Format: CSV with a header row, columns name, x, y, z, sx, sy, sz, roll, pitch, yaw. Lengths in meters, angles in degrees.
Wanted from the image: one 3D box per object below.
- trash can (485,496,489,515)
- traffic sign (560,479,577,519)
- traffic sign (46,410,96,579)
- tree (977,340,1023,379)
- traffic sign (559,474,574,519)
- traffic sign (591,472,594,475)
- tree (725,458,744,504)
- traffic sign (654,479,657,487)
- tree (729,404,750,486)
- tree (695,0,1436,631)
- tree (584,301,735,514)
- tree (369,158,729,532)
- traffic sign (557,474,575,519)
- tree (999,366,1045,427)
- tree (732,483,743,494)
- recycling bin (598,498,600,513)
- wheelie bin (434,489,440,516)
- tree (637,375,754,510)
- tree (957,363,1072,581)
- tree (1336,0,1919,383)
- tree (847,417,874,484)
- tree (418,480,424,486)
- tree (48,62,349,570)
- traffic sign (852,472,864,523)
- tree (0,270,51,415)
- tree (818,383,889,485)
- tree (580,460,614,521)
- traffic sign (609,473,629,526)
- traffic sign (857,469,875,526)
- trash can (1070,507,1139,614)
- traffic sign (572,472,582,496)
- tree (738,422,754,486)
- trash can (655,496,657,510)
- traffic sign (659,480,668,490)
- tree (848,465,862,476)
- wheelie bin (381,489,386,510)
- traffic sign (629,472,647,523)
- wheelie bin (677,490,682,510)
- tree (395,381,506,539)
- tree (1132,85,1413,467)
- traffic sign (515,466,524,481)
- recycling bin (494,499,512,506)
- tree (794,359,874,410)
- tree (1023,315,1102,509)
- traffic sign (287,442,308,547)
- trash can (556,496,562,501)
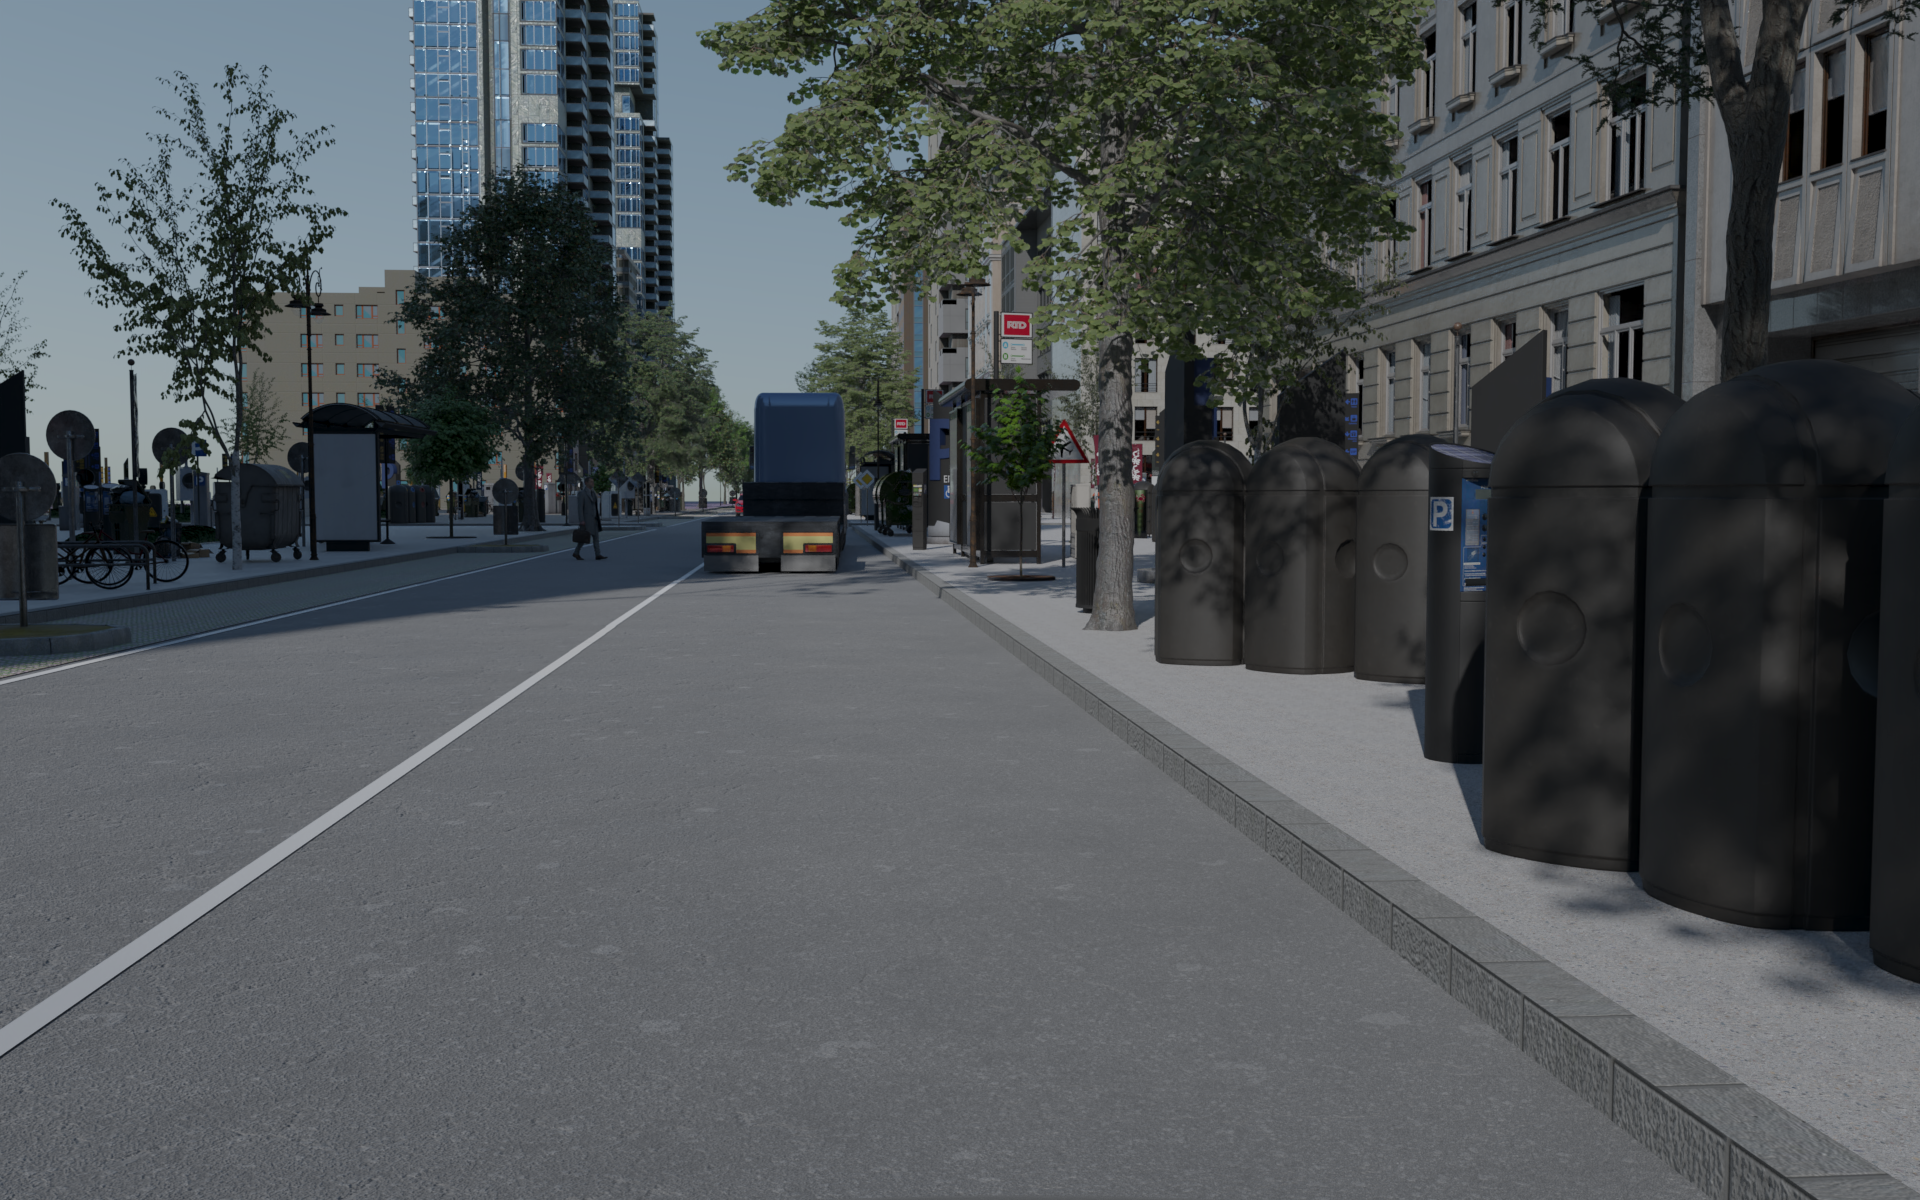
name,x,y,z,sx,sy,sz,roll,pitch,yaw
trash can,-29.157,-5.761,105.852,0.748,1.137,0.748,0,3,0
traffic sign,-20.464,-5.536,90.525,0.884,2.594,0.081,0,4,3
traffic sign,-13.460,-1.597,26.222,0.768,2.556,0.104,0,4,3
tree,1.816,-7.905,79.616,4.360,8.622,3.978,0,3,0
traffic sign,-19.851,-5.340,87.407,0.768,2.556,0.104,0,4,1
traffic sign,-21.007,-6.052,98.950,0.884,2.594,0.081,0,4,4
tree,-30.374,-16.940,227.325,4.360,8.622,3.978,0,3,0
traffic sign,-24.829,-8.527,139.522,0.768,2.556,0.104,0,4,-1
tree,-24.987,-15.236,166.115,9.611,12.733,9.660,0,3,0
tree,1.358,-6.015,16.466,7.486,12.596,7.792,0,3,0
tree,-20.406,-12.638,113.284,9.857,13.997,8.962,0,3,0
tree,-14.900,-8.710,59.414,9.611,12.733,9.660,0,3,0
traffic sign,-18.133,-4.873,79.684,0.884,2.594,0.081,0,4,3
tree,2.808,-9.184,100.518,4.737,8.622,4.395,0,3,0
tree,-33.351,-16.165,258.899,1.663,3.219,1.824,0,3,0
recycling bin,-22.100,-5.758,106.690,0.722,1.027,0.722,3,5,40
wheelie bin,-30.557,-5.634,100.031,0.693,1.594,0.980,3,5,40
tree,-23.221,-13.324,143.606,9.928,11.665,9.643,0,3,0
tree,0.779,-1.910,25.825,1.663,3.219,1.824,0,3,0
tree,2.918,-4.421,6.704,7.601,10.594,8.767,-3,5,-40
tree,-7.544,-11.115,132.086,4.737,8.622,4.395,0,3,0
tree,-37.712,-10.455,121.301,4.737,8.622,4.395,0,3,0
tree,-12.509,-4.819,29.149,4.737,8.622,4.395,0,3,0
traffic sign,-4.432,-4.517,77.492,0.795,2.450,0.064,0,4,-5
tree,-30.037,-6.262,52.754,4.360,8.622,3.978,0,3,0
tree,-11.102,-15.964,171.382,12.009,13.543,11.850,0,3,0
tree,-17.352,-5.472,84.061,1.663,3.219,1.824,0,3,0
traffic sign,-13.535,-3.979,68.693,0.795,2.450,0.064,0,4,-5
traffic sign,-3.727,-4.030,69.538,0.795,2.450,0.064,0,4,-5
trash can,1.554,-0.430,18.683,0.748,1.137,0.748,0,3,0
traffic sign,-20.420,-5.541,91.787,0.795,2.450,0.064,0,4,-3
tree,-37.572,-24.571,308.396,9.857,13.997,8.962,0,3,0
trash can,-20.545,-6.344,115.373,0.748,1.137,0.748,0,3,0
traffic sign,-25.517,-9.114,149.116,0.768,2.556,0.104,0,4,-1
tree,-18.095,-19.727,248.297,9.928,11.665,9.643,0,3,0
wheelie bin,-33.912,-5.713,101.323,0.980,1.594,0.693,-3,4,-37
traffic sign,-14.240,-4.465,76.647,0.795,2.450,0.064,0,4,-5
wheelie bin,-21.903,-7.789,135.264,0.693,1.594,0.980,0,4,3
tree,-14.933,-4.080,50.420,4.285,4.588,4.351,0,3,0
tree,5.254,-4.816,29.107,4.360,8.622,3.978,0,3,0
traffic sign,-17.017,-4.136,67.728,0.768,2.556,0.104,0,4,2
recycling bin,-23.473,-4.672,88.944,0.722,1.027,0.722,-3,5,-39
tree,-14.065,-22.166,218.307,12.611,20.169,13.585,0,3,0
tree,5.199,-7.235,68.647,4.360,8.622,3.978,0,3,0
traffic sign,-16.036,-2.578,42.253,0.768,2.556,0.104,0,4,3
trash can,-28.656,-6.827,123.276,0.748,1.137,0.748,0,3,0
